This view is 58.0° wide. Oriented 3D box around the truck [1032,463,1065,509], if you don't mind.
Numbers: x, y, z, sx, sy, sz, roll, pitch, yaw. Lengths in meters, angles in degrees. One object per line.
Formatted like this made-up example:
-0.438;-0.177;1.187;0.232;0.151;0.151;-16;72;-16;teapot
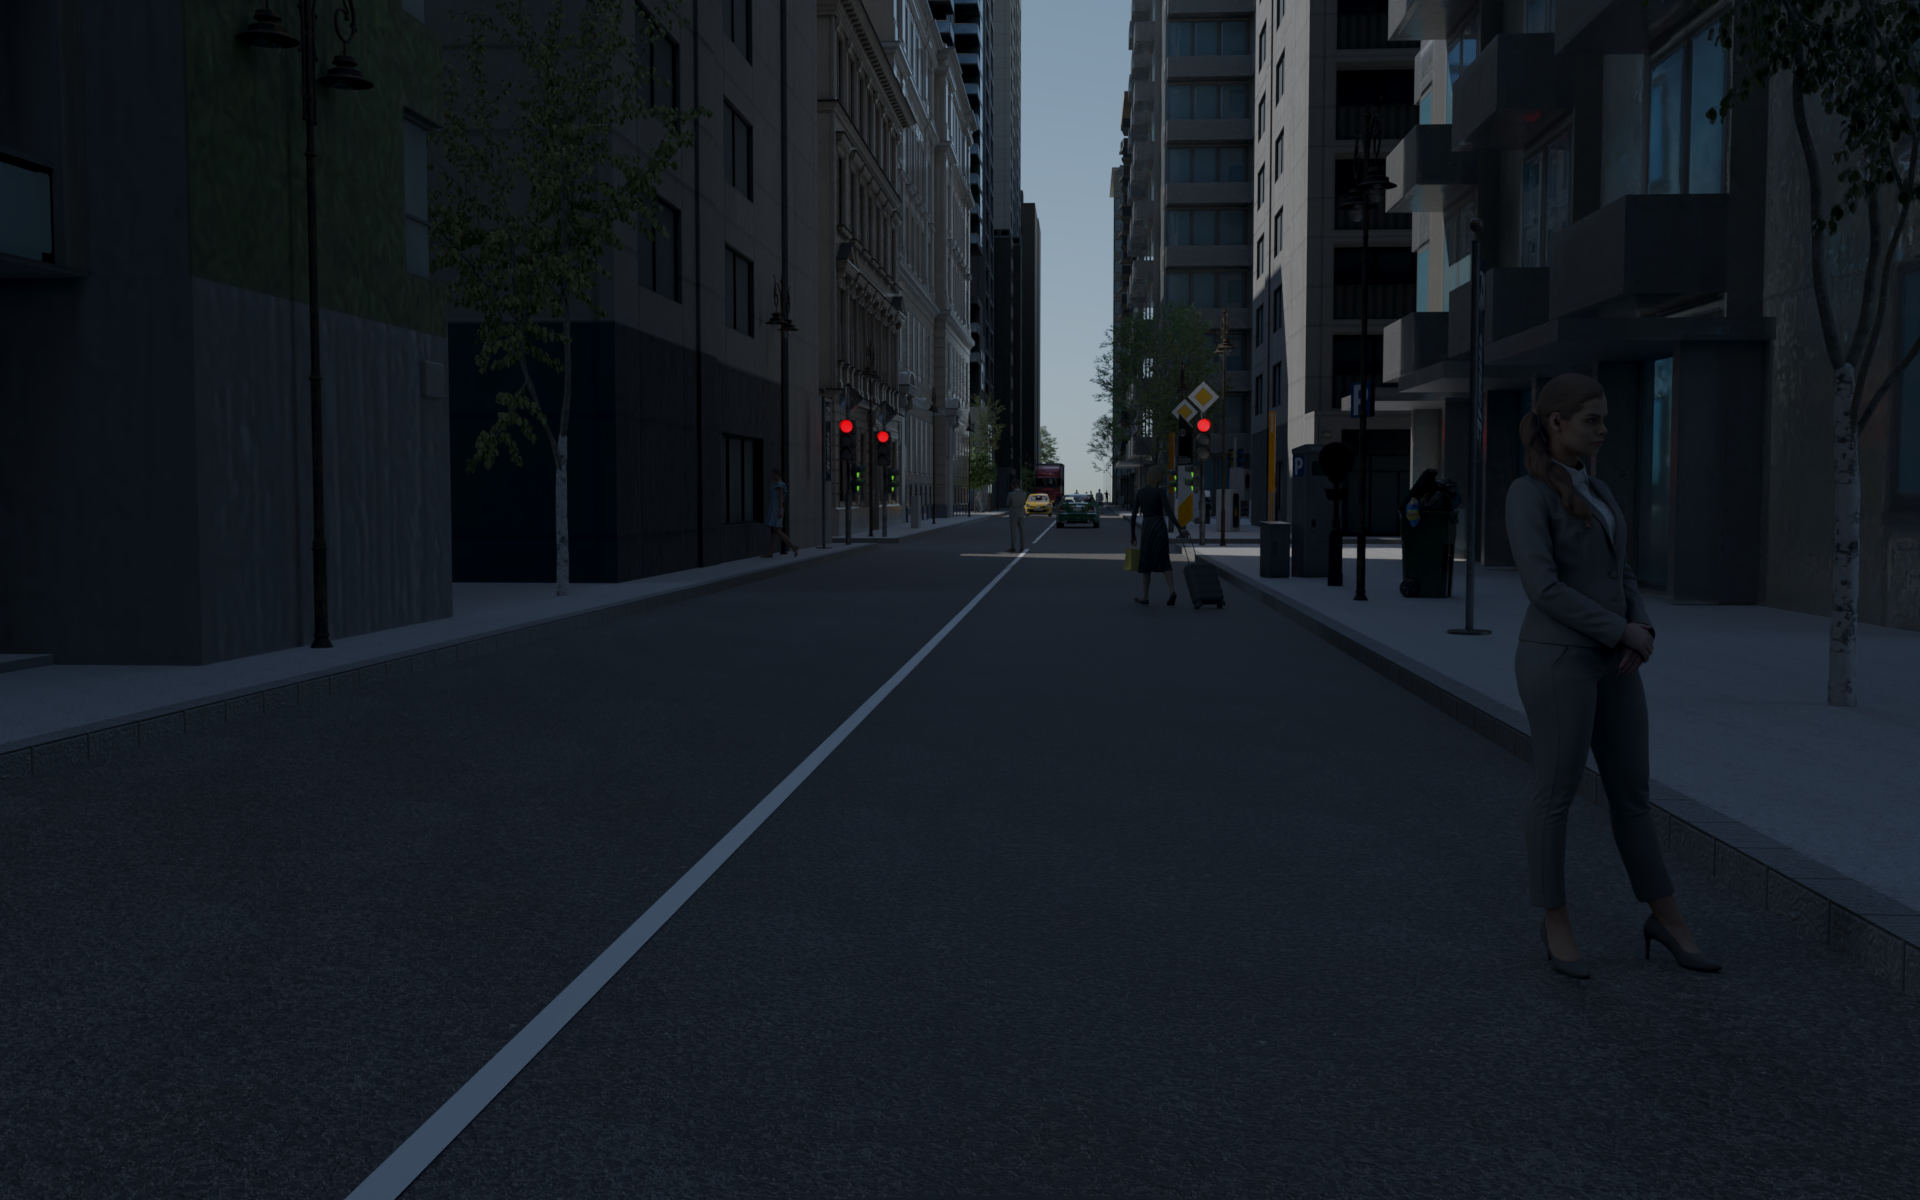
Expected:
8.274;-10.432;159.468;2.839;4.237;11.283;0;4;5;truck

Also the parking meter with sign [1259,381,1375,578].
5.493;-1.864;26.744;1.738;3.016;0.543;-1;4;-20;parking meter with sign

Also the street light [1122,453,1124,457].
13.050;-9.905;134.739;0.468;5.910;1.993;0;4;4;street light

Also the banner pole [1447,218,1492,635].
4.781;-1.591;16.023;0.401;3.779;0.863;2;4;25;banner pole

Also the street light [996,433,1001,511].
2.826;-9.542;128.804;0.468;5.910;1.993;0;4;4;street light

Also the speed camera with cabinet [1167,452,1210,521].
10.757;-5.333;81.538;2.038;3.252;0.660;3;4;38;speed camera with cabinet

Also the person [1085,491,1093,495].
10.874;-8.326;145.426;0.742;1.727;0.445;-2;4;-28;person

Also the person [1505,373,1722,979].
1.943;0.222;5.148;0.573;1.790;0.520;3;4;36;person

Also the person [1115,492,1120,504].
19.458;-12.745;214.554;1.348;1.807;0.705;-2;4;-24;person

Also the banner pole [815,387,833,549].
-3.161;-3.118;40.995;0.401;3.779;0.863;1;4;12;banner pole

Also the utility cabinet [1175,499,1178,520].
10.843;-4.642;84.573;1.173;1.500;0.318;-2;4;-27;utility cabinet

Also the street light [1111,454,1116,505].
16.225;-12.646;179.545;0.468;5.910;1.993;0;4;4;street light

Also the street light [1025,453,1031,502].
7.471;-13.585;194.899;0.468;5.910;1.993;0;4;4;street light

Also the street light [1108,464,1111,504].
17.733;-13.998;201.647;0.468;5.910;1.993;0;4;4;street light

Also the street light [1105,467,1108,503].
18.877;-14.987;217.827;0.468;5.910;1.993;0;4;4;street light

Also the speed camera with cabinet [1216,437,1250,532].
9.438;-4.000;59.741;0.660;3.252;2.038;2;4;28;speed camera with cabinet

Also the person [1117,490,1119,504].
19.270;-12.589;211.892;0.705;1.822;1.348;1;4;17;person

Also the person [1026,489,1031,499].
5.896;-8.469;146.959;1.348;1.826;0.705;2;4;33;person

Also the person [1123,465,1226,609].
2.693;-0.819;22.114;0.699;1.804;1.509;-2;4;-25;person

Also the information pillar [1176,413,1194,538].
6.525;-3.597;50.171;0.504;3.616;0.183;3;5;42;information pillar

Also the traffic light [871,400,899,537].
-2.243;-3.842;51.731;0.839;4.253;0.868;0;4;4;traffic light

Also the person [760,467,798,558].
-3.621;-1.747;34.704;0.778;1.811;0.616;0;4;2;person

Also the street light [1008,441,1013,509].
4.392;-10.890;150.834;0.468;5.910;1.993;0;4;4;street light

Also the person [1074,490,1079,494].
10.714;-9.180;158.458;0.709;1.838;0.599;1;4;19;person

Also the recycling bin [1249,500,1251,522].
13.725;-4.093;79.470;0.722;1.027;0.722;-1;4;-12;recycling bin

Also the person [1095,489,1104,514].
10.099;-7.131;125.198;0.635;1.810;0.391;1;4;14;person

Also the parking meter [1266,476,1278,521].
10.075;-3.068;55.876;0.255;1.863;0.399;3;4;36;parking meter

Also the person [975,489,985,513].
1.449;-6.995;120.677;0.850;1.792;0.678;3;5;39;person

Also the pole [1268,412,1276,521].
7.733;-3.004;42.956;0.158;3.312;0.155;0;3;0;pole

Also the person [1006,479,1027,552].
1.385;-2.110;43.178;0.511;1.800;0.466;-2;4;-35;person

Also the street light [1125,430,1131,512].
12.362;-9.350;125.668;0.468;5.910;1.993;0;4;4;street light

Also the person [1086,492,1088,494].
14.117;-11.201;192.573;0.436;1.711;0.756;-2;4;-32;person

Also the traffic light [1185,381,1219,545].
6.030;-3.317;43.155;0.839;4.253;0.868;0;4;4;traffic light

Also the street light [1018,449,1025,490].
6.001;-12.237;172.862;0.468;5.910;1.993;0;4;4;street light

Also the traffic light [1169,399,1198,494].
6.597;-3.804;51.120;0.839;4.253;0.868;0;4;4;traffic light

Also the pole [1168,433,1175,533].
7.020;-3.893;57.496;0.158;3.312;0.155;0;3;0;pole

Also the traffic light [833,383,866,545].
-2.810;-3.354;43.766;0.839;4.253;0.868;0;4;4;traffic light

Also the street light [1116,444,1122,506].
14.685;-11.293;157.423;0.468;5.910;1.993;0;4;4;street light

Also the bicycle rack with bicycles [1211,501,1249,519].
14.425;-4.670;89.729;2.925;0.926;2.852;0;4;3;bicycle rack with bicycles

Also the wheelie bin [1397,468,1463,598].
5.858;-0.836;21.574;0.693;1.594;0.980;2;4;26;wheelie bin

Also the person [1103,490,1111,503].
21.662;-15.313;256.044;1.348;1.869;0.705;1;4;15;person

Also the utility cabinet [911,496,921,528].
-1.679;-3.323;65.494;0.306;1.237;1.020;0;4;5;utility cabinet
